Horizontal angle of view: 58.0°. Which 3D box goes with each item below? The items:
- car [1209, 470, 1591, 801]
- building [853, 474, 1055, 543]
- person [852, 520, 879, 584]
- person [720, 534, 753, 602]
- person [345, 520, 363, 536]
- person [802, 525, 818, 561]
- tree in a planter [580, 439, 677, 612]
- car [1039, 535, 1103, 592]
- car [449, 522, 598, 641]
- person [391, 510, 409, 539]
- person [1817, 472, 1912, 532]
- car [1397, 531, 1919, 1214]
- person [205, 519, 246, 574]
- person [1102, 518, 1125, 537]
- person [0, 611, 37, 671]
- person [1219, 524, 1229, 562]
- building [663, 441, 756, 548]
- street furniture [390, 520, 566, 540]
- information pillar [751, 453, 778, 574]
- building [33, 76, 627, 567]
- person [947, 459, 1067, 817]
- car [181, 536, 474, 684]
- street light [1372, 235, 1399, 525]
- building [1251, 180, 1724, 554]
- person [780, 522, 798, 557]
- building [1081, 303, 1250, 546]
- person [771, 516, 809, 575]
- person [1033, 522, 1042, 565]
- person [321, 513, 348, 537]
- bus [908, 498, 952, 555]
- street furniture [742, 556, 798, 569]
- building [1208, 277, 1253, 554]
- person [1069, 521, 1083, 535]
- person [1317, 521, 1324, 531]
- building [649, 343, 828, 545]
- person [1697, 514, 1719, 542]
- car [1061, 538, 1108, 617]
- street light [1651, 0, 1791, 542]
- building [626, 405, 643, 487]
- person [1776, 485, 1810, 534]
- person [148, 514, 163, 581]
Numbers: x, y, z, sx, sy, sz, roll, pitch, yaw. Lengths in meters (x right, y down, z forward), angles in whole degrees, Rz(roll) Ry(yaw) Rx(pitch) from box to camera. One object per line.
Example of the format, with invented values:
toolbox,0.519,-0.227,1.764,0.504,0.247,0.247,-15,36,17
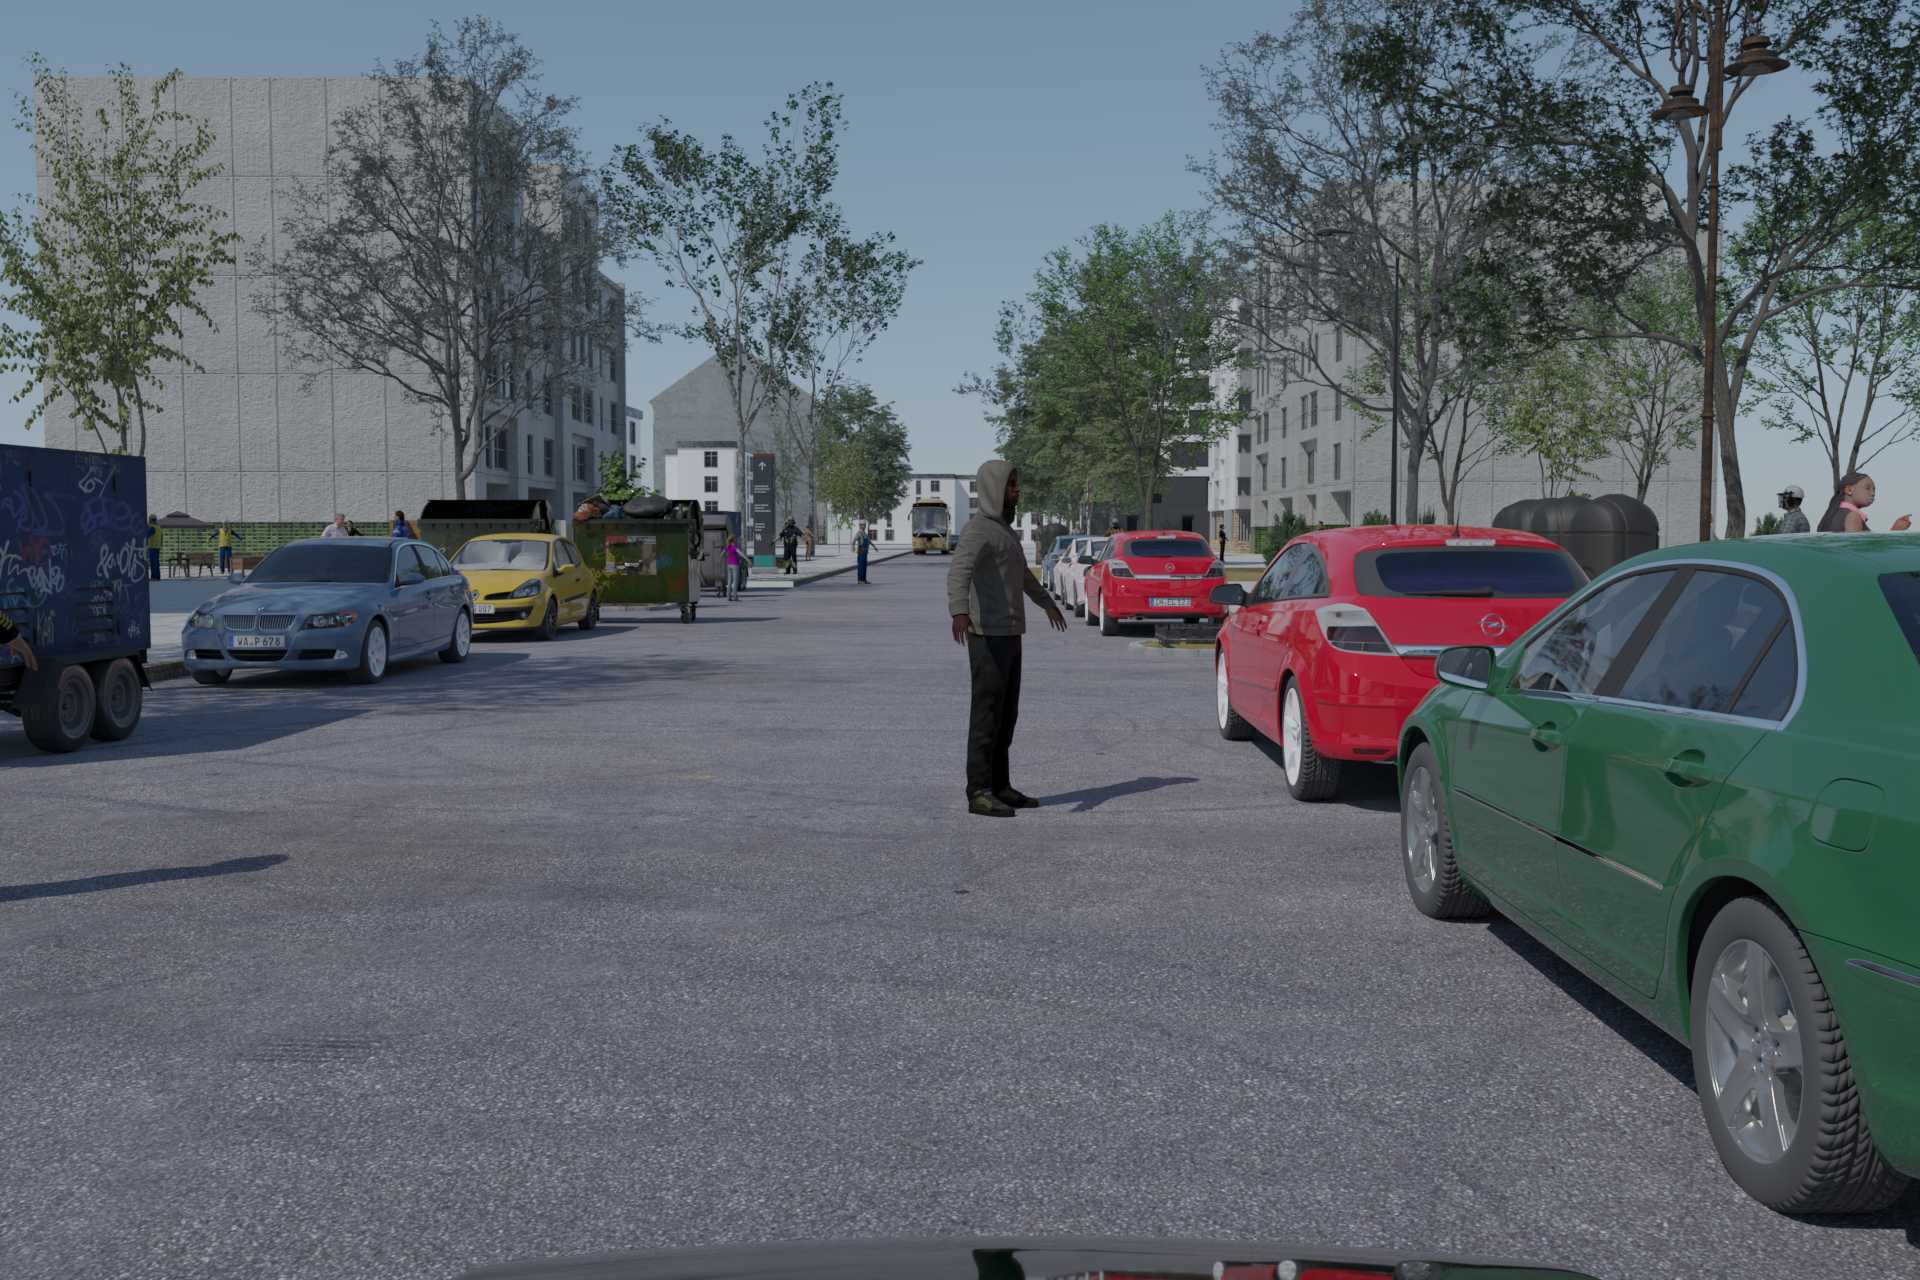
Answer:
car,2.691,-0.106,10.773,2.155,1.783,4.494,0,4,1
building,-0.764,-18.131,241.052,28.070,9.664,9.099,0,4,-1
person,-2.764,-2.523,49.564,0.705,1.847,1.347,2,4,28
person,-4.768,-1.529,36.728,0.991,1.433,0.599,3,5,40
person,-23.083,-3.630,65.533,1.347,1.806,0.705,0,4,-4
person,-7.164,-4.638,82.636,0.721,1.733,1.217,-3,5,-42
tree in a planter,-6.477,-2.183,32.915,1.991,3.239,1.994,0,4,1
car,3.055,-1.985,44.465,2.014,1.417,4.499,0,4,-1
car,-6.326,-0.874,24.522,2.015,1.641,3.980,0,4,0
person,-12.974,-2.082,40.023,0.704,1.831,1.345,0,4,0
person,5.269,-0.158,10.104,0.415,1.643,0.593,-3,4,-38
car,2.616,0.411,5.071,2.131,1.459,4.920,0,4,1
person,-23.498,-2.995,55.436,1.216,1.772,0.721,-2,4,-28
person,5.610,-3.475,62.589,1.354,1.858,0.705,1,4,9
person,-4.191,0.120,6.428,1.347,1.837,0.705,-2,4,-25
person,12.159,-4.467,79.760,0.721,1.740,1.216,1,4,23
building,-24.524,-13.942,170.099,9.099,9.664,28.070,0,4,1
street furniture,-13.868,-2.923,54.638,9.812,1.723,11.010,0,4,5
information pillar,-6.312,-4.069,55.908,0.750,3.857,0.750,0,4,3
building,-27.384,-13.248,83.064,16.747,18.905,31.486,0,3,0
person,0.210,-0.021,8.927,0.705,1.813,1.348,2,4,24
car,-6.418,-0.371,18.069,2.014,1.417,4.499,0,4,1
street light,7.170,-3.293,26.381,1.470,5.913,1.316,0,4,1
building,26.835,-14.000,95.351,16.747,18.905,31.486,0,4,1
person,-7.632,-4.308,76.664,0.704,1.802,1.346,-3,5,-40
building,25.671,-19.909,169.483,27.936,21.610,32.646,0,4,1
person,-5.363,-3.005,54.905,1.354,1.856,0.705,1,4,22
person,3.310,-4.022,72.024,0.705,1.796,1.348,-1,4,-22
person,-12.610,-1.722,35.136,0.436,1.711,0.756,3,4,38
bus,-1.976,-8.035,122.915,2.896,3.916,12.252,0,4,1
street furniture,-11.128,-3.080,65.981,5.734,0.657,10.072,-3,5,-44
building,23.286,-16.467,125.657,16.016,20.090,11.380,0,4,0
person,5.237,-4.351,76.996,1.347,1.847,0.705,-1,4,-13
person,14.351,-3.853,69.131,0.704,1.812,1.346,0,4,-2
building,-25.798,-22.984,206.722,19.493,23.208,18.063,0,4,0
person,19.416,-2.371,44.924,1.344,1.810,0.704,-3,5,-42
car,2.897,-1.155,31.248,2.083,1.381,4.827,0,3,0
street light,6.043,-2.517,13.947,0.468,5.910,1.993,0,4,1
building,-26.131,-10.766,118.170,9.099,9.664,28.070,0,4,1
person,9.674,-0.880,20.225,0.704,1.849,1.345,3,5,43
person,-22.065,-2.531,47.344,0.705,1.833,1.349,0,4,-2
